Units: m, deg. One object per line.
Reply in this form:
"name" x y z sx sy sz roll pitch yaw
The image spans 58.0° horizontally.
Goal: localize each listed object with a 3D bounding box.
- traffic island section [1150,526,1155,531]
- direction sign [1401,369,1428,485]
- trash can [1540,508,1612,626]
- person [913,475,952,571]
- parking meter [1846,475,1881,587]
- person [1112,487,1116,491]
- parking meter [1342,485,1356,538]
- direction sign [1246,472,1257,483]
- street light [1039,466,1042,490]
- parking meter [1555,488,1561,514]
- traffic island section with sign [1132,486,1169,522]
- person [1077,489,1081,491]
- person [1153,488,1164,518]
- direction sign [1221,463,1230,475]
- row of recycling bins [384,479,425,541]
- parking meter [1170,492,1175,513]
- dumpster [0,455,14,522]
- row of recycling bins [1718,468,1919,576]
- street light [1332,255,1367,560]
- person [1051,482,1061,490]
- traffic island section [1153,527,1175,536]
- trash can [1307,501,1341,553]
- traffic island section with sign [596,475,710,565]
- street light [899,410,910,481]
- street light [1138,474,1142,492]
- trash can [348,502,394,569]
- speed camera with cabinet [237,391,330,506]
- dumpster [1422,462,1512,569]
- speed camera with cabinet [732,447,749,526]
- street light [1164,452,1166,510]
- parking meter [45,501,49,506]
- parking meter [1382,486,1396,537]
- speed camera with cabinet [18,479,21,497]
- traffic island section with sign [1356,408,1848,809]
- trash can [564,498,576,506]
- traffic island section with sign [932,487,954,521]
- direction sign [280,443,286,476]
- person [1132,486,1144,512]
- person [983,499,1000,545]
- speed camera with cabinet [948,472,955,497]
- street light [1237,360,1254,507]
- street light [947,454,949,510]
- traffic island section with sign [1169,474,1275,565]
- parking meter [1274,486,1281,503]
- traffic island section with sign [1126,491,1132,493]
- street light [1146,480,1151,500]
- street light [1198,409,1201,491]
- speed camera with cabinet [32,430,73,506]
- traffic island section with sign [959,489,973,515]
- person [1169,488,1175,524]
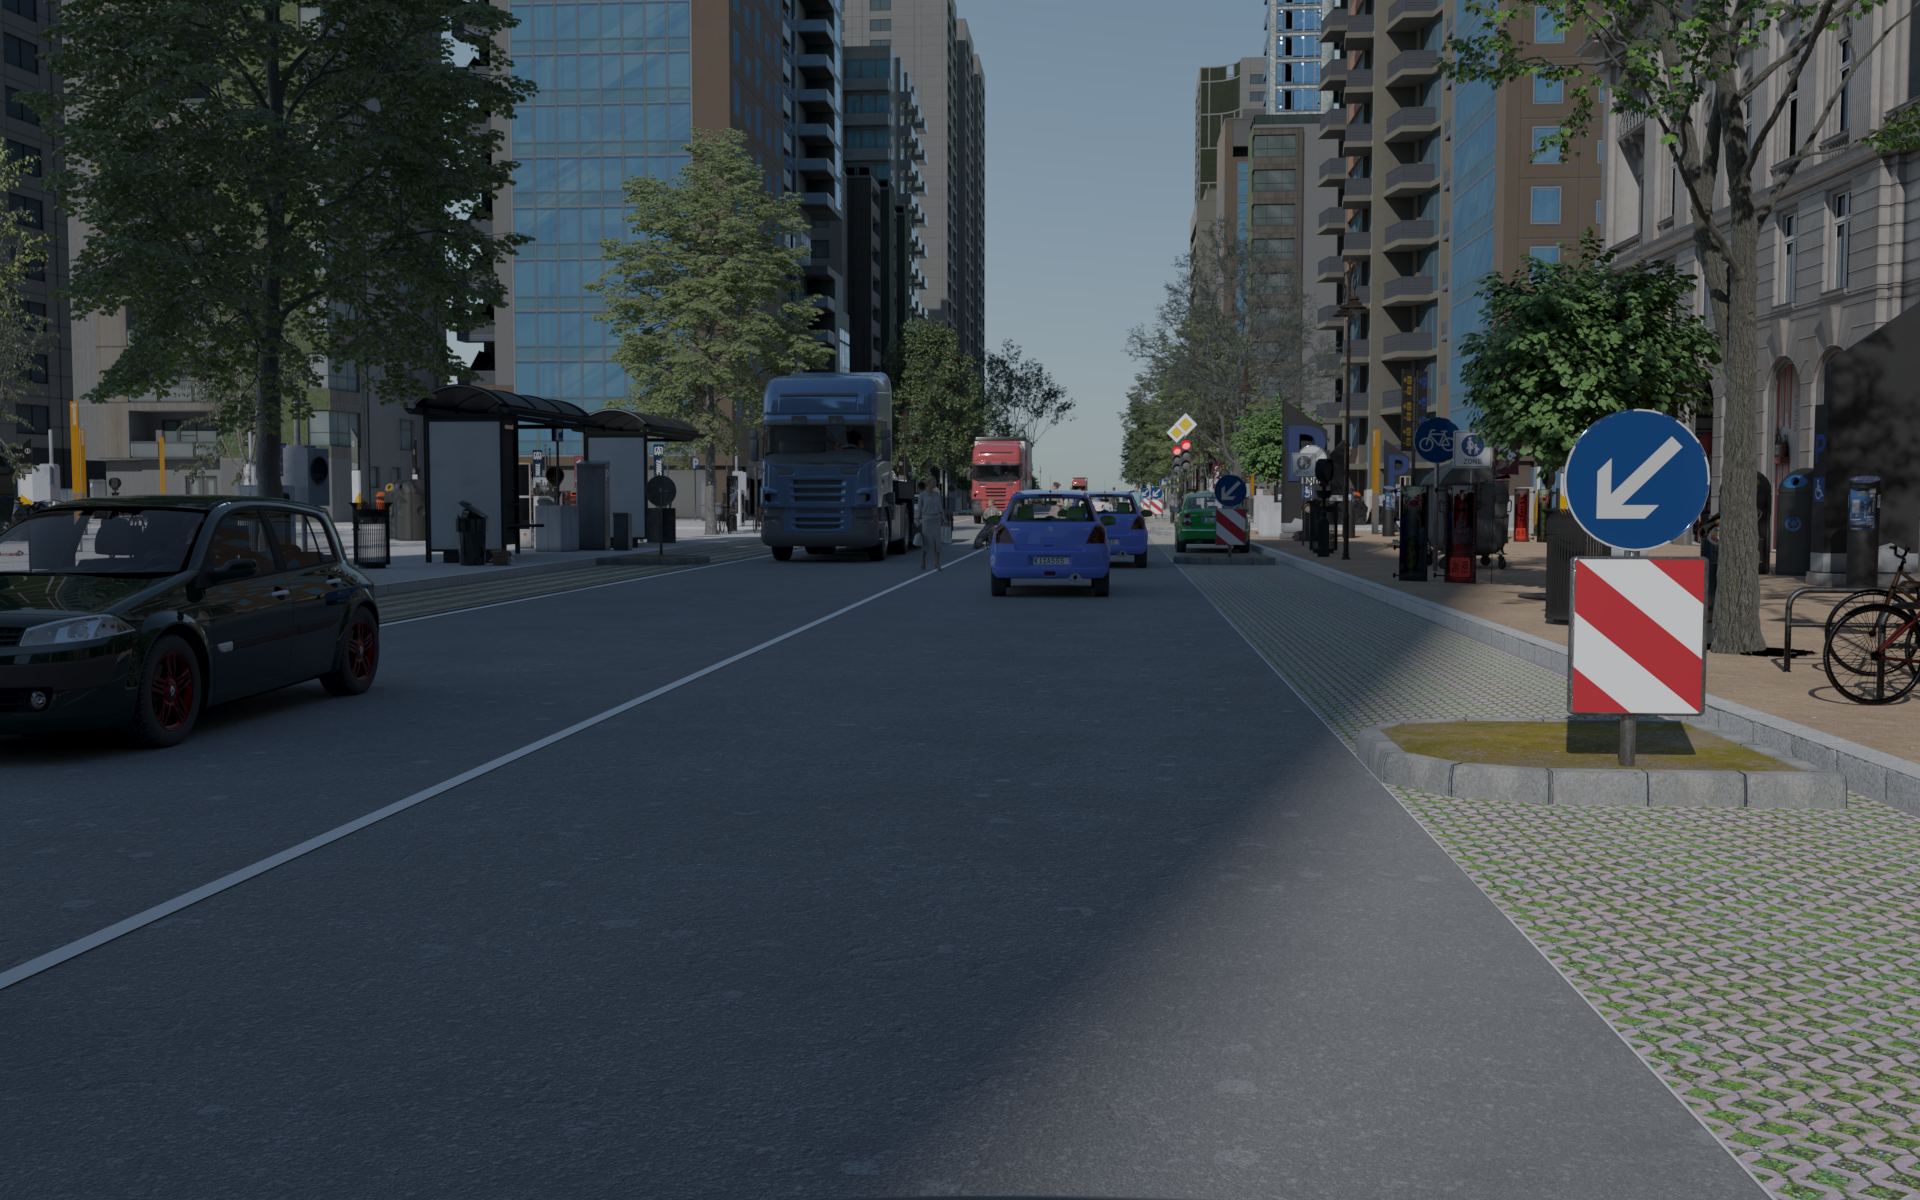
"traffic island section" 8.533 -2.812 68.251 2.009 0.180 2.903 0 4 5
"direction sign" 8.304 -2.430 31.729 0.379 3.537 0.876 3 5 44
"trash can" 6.074 -0.327 17.008 0.748 1.137 0.748 0 3 0
"person" -0.526 -1.451 32.582 0.694 1.780 0.624 -1 4 -9
"parking meter" 11.790 -0.868 22.606 0.372 1.533 0.369 0 3 0
"person" 9.100 -5.795 103.028 0.659 1.850 0.755 2 4 33
"parking meter" 11.290 -2.560 50.261 0.372 1.533 0.369 0 3 0
"direction sign" 21.216 -8.208 126.204 0.876 3.537 0.379 2 4 25
"street light" 13.117 -18.962 282.818 0.468 5.910 1.993 0 4 5
"parking meter" 24.444 -3.800 70.535 0.372 1.533 0.369 0 3 0
"traffic island section with sign" 10.085 -4.982 90.088 1.989 1.847 2.006 0 4 5
"person" 9.293 -7.743 135.075 0.580 1.828 0.573 3 5 42
"person" 11.092 -5.380 96.639 0.728 1.800 0.709 -1 4 -18
"direction sign" 19.068 -8.099 124.417 0.379 3.537 0.876 -3 5 -40
"row of recycling bins" -15.503 -2.546 48.735 1.069 1.692 3.534 -2 4 -25
"parking meter" 14.625 -6.777 119.222 0.372 1.533 0.369 0 3 0
"dumpster" -10.969 -0.930 17.706 1.502 2.255 1.985 0 4 5
"row of recycling bins" 13.552 -1.216 26.993 1.069 1.692 3.534 -3 4 -38
"street light" 7.556 -3.728 33.734 0.468 5.910 1.993 0 4 5
"person" 2.703 -2.528 50.172 0.374 1.781 0.599 -3 4 -36
"traffic island section" 7.849 -2.325 60.295 2.009 0.180 2.903 0 4 5
"trash can" 7.890 -1.585 37.575 0.748 1.137 0.748 0 3 0
"traffic island section with sign" -6.215 -1.643 35.496 1.989 1.847 2.006 0 4 5
"street light" -3.062 -7.517 95.688 0.468 5.910 1.993 0 4 5
"street light" 28.422 -18.542 275.942 0.468 5.910 1.993 0 4 5
"trash can" -10.168 -1.118 29.928 0.748 1.137 0.748 0 3 0
"speed camera with cabinet" -12.525 -2.310 32.107 0.660 3.252 2.038 1 4 14
"dumpster" 8.841 -1.496 30.218 1.264 1.857 1.865 0 4 5
"speed camera with cabinet" -8.894 -4.596 69.484 0.660 3.252 2.038 0 4 3
"street light" 16.883 -10.380 142.492 0.468 5.910 1.993 0 4 5
"parking meter" -42.478 -4.589 80.749 0.399 1.863 0.255 3 4 36
"parking meter" 12.934 -2.680 52.228 0.372 1.533 0.369 0 3 0
"speed camera with cabinet" -43.258 -5.325 81.402 0.660 3.252 2.038 1 4 16
"traffic island section with sign" 3.108 -0.014 8.851 1.989 1.847 2.006 0 4 5
"trash can" -15.566 -3.546 69.629 0.748 1.137 0.748 0 3 0
"traffic island section with sign" -1.353 -5.103 92.054 1.989 1.847 2.006 0 4 5
"direction sign" -30.187 -5.172 76.556 0.876 3.537 0.379 -3 5 -43
"person" 8.659 -4.647 84.499 0.660 1.820 0.620 0 4 3
"person" 0.896 -2.199 48.725 0.475 1.303 0.640 0 4 -7
"speed camera with cabinet" -1.381 -8.577 134.572 2.038 3.252 0.660 -2 4 -28
"street light" 9.821 -5.312 59.647 0.468 5.910 1.993 0 4 5
"street light" -0.841 -9.086 121.347 0.468 5.910 1.993 0 4 5
"traffic island section with sign" 5.414 -1.656 35.707 1.989 1.847 2.006 0 4 5
"parking meter" 9.749 -2.713 52.763 0.372 1.533 0.369 0 3 0
"traffic island section with sign" 12.472 -6.687 117.952 1.989 1.847 2.006 0 4 5
"street light" 23.561 -15.044 218.758 0.468 5.910 1.993 0 4 5
"street light" 12.529 -7.216 90.771 0.468 5.910 1.993 0 4 5
"speed camera with cabinet" -28.182 -3.651 54.035 0.660 3.252 2.038 0 4 -3
"traffic island section with sign" 0.956 -6.747 118.948 1.989 1.847 2.006 0 4 5
"person" 10.303 -4.583 83.617 0.473 1.802 0.592 1 4 10
